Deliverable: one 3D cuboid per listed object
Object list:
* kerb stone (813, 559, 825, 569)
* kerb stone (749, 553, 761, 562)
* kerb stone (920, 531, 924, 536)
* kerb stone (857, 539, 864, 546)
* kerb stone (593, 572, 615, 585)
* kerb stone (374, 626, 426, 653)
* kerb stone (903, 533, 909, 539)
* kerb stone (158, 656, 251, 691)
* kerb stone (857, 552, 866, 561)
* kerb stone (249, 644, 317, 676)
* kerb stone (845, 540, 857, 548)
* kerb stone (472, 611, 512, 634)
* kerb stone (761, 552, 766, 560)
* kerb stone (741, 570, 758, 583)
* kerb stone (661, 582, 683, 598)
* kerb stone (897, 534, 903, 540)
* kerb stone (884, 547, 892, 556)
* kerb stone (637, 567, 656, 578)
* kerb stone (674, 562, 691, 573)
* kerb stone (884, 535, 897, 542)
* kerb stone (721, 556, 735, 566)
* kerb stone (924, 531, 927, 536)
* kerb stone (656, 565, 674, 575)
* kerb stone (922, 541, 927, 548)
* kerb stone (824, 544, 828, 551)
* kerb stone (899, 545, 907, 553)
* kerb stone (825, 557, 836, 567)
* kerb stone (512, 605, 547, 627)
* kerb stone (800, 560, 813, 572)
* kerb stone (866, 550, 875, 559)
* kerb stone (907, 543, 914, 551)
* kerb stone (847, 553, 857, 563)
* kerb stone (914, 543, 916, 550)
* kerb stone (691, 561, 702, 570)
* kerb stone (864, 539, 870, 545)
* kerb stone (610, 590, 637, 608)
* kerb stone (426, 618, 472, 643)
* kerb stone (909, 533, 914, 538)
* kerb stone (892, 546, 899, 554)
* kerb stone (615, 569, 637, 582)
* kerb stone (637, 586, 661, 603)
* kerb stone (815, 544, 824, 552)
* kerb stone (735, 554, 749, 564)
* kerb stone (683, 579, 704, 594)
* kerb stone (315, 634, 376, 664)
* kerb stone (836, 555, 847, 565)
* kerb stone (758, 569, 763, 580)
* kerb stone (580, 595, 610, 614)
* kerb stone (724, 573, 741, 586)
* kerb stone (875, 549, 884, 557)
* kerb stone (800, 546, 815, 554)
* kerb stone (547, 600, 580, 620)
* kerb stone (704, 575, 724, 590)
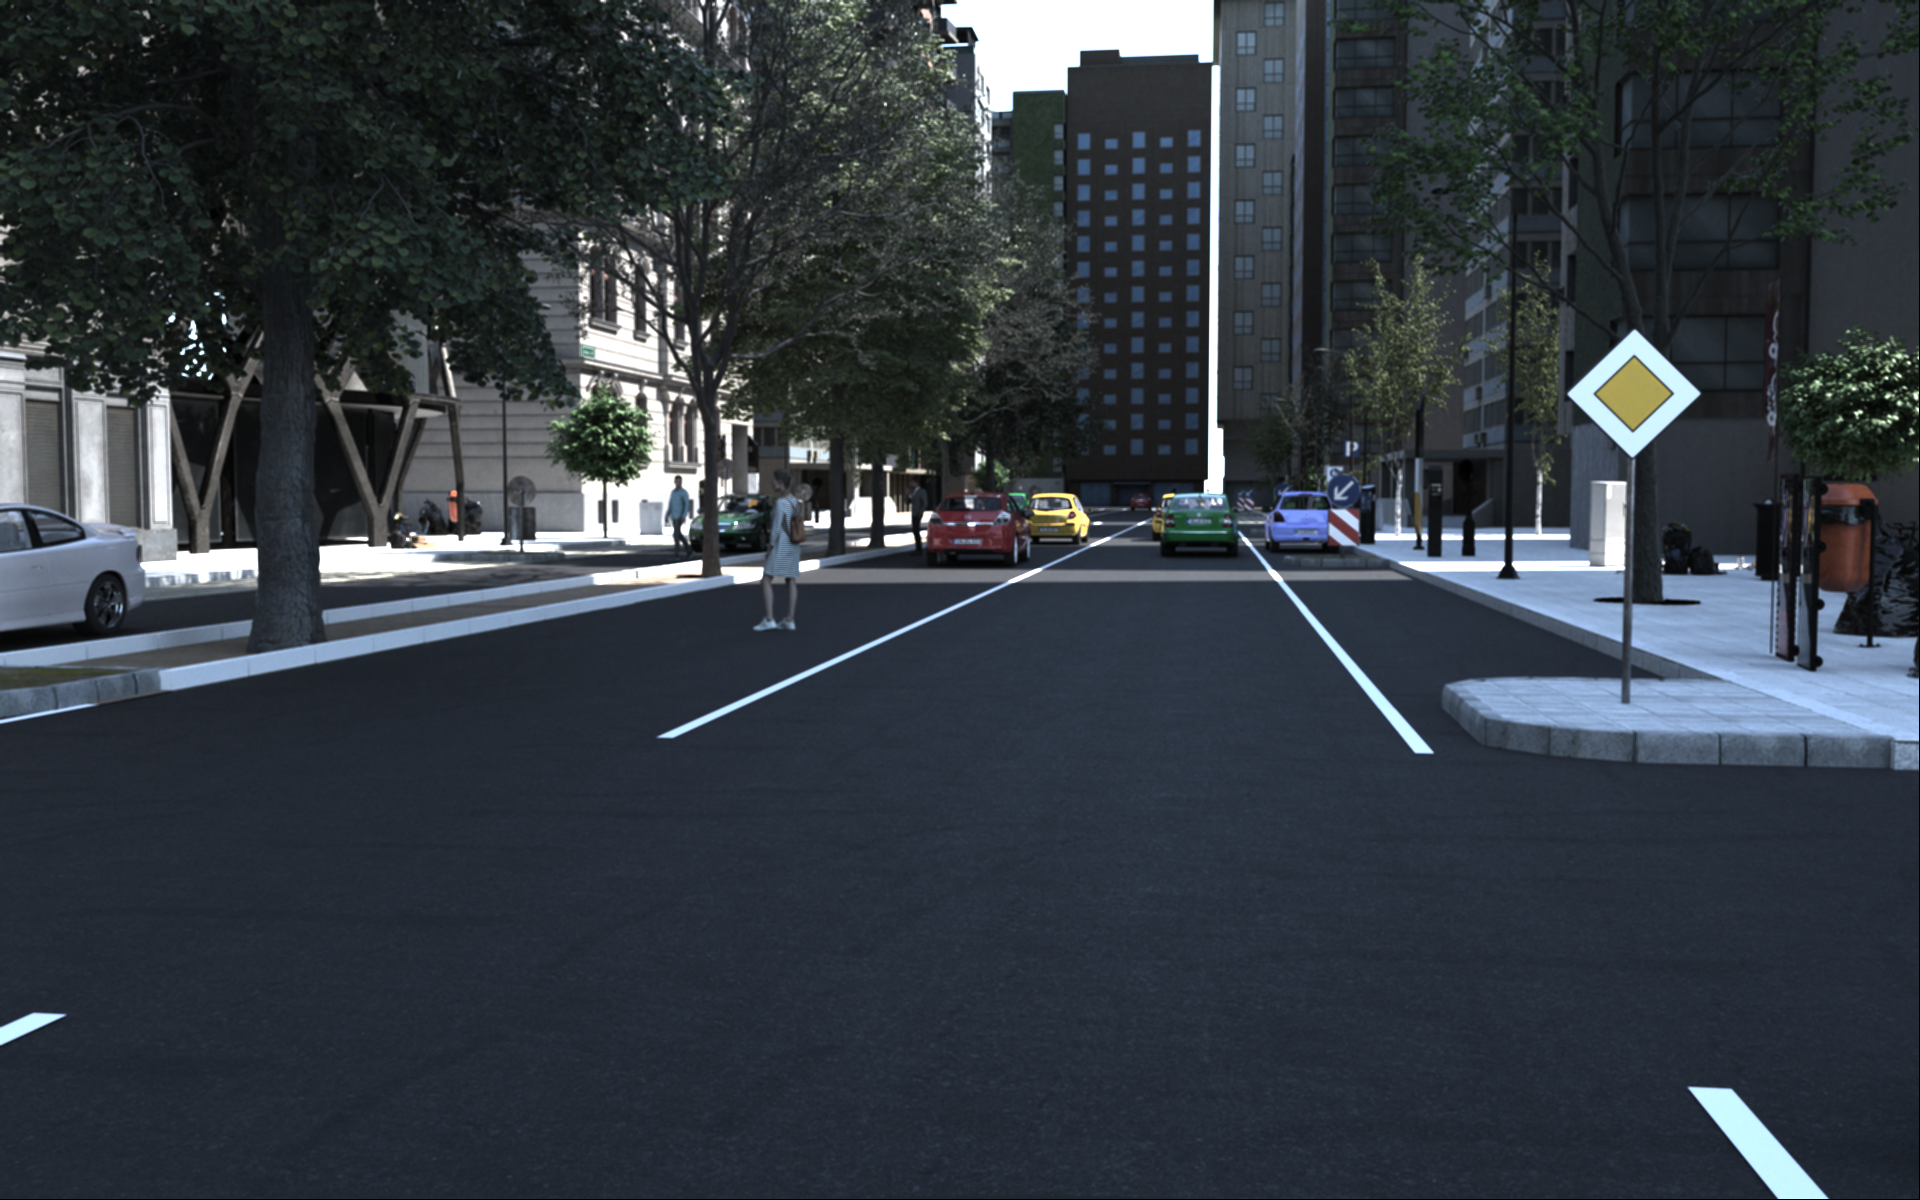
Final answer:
[{"bbox_3d":[-2.810,-0.682,33.345,0.120,0.150,1.000,0,4,8],"label":"kerb stone"},{"bbox_3d":[-4.456,-0.887,36.705,0.120,0.150,1.000,0,4,8],"label":"kerb stone"},{"bbox_3d":[-1.422,-2.186,58.015,0.120,0.150,1.000,0,4,8],"label":"kerb stone"},{"bbox_3d":[-2.867,-1.570,47.863,0.120,0.150,1.000,0,4,8],"label":"kerb stone"},{"bbox_3d":[-5.756,-0.329,27.574,0.120,0.150,1.000,0,4,8],"label":"kerb stone"},{"bbox_3d":[-5.270,0.372,16.107,0.120,0.150,1.000,0,4,8],"label":"kerb stone"},{"bbox_3d":[-1.854,-2.003,54.974,0.120,0.150,1.000,0,4,8],"label":"kerb stone"},{"bbox_3d":[-5.702,0.559,13.069,0.120,0.150,1.000,0,4,8],"label":"kerb stone"},{"bbox_3d":[-2.230,-0.930,37.398,0.120,0.150,1.000,0,4,8],"label":"kerb stone"},{"bbox_3d":[-5.558,0.498,14.083,0.120,0.150,1.000,0,4,8],"label":"kerb stone"},{"bbox_3d":[-3.011,-1.508,46.849,0.120,0.150,1.000,0,4,8],"label":"kerb stone"},{"bbox_3d":[-4.974,0.248,18.135,0.120,0.150,1.000,0,4,8],"label":"kerb stone"},{"bbox_3d":[-4.309,-0.949,37.717,0.120,0.150,1.000,0,4,8],"label":"kerb stone"},{"bbox_3d":[-3.534,-0.367,28.278,0.120,0.150,1.000,0,4,8],"label":"kerb stone"},{"bbox_3d":[-4.111,-0.124,24.217,0.120,0.150,1.000,0,4,8],"label":"kerb stone"},{"bbox_3d":[-1.990,-1.943,53.959,0.120,0.150,1.000,0,4,8],"label":"kerb stone"},{"bbox_3d":[-1.790,-1.113,40.445,0.120,0.150,1.000,0,4,8],"label":"kerb stone"},{"bbox_3d":[-5.465,-0.453,29.609,0.120,0.150,1.000,0,4,8],"label":"kerb stone"},{"bbox_3d":[-5.175,-0.572,31.643,0.120,0.150,1.000,0,4,8],"label":"kerb stone"},{"bbox_3d":[-2.150,-1.881,52.949,0.120,0.150,1.000,0,4,8],"label":"kerb stone"},{"bbox_3d":[-4.743,-0.759,34.680,0.120,0.150,1.000,0,4,8],"label":"kerb stone"},{"bbox_3d":[-1.269,-2.253,59.025,0.120,0.150,1.000,0,4,8],"label":"kerb stone"},{"bbox_3d":[-5.316,-0.514,30.630,0.120,0.150,1.000,0,4,8],"label":"kerb stone"},{"bbox_3d":[-1.085,-1.426,45.508,0.120,0.150,1.000,0,4,8],"label":"kerb stone"},{"bbox_3d":[-3.446,-1.322,43.807,0.120,0.150,1.000,0,4,8],"label":"kerb stone"},{"bbox_3d":[-1.516,-1.240,42.471,0.120,0.150,1.000,0,4,8],"label":"kerb stone"},{"bbox_3d":[-2.672,-0.741,34.359,0.120,0.150,1.000,0,4,8],"label":"kerb stone"},{"bbox_3d":[-4.836,0.189,19.148,0.120,0.150,1.000,0,4,8],"label":"kerb stone"},{"bbox_3d":[-2.957,-0.620,32.331,0.120,0.150,1.000,0,4,8],"label":"kerb stone"},{"bbox_3d":[-2.087,-0.992,38.414,0.120,0.150,1.000,0,4,8],"label":"kerb stone"},{"bbox_3d":[-1.368,-1.302,43.483,0.120,0.150,1.000,0,4,8],"label":"kerb stone"},{"bbox_3d":[-2.383,-0.868,36.387,0.120,0.150,1.000,0,4,8],"label":"kerb stone"},{"bbox_3d":[-1.226,-1.364,44.495,0.120,0.150,1.000,0,4,8],"label":"kerb stone"},{"bbox_3d":[-5.033,-0.636,32.655,0.120,0.150,1.000,0,4,8],"label":"kerb stone"},{"bbox_3d":[-2.723,-1.629,48.875,0.120,0.150,1.000,0,4,8],"label":"kerb stone"},{"bbox_3d":[-4.399,0.000,22.192,0.120,0.150,1.000,0,4,8],"label":"kerb stone"},{"bbox_3d":[-5.121,0.310,17.123,0.120,0.150,1.000,0,4,8],"label":"kerb stone"},{"bbox_3d":[-1.705,-2.063,55.986,0.120,0.150,1.000,0,4,8],"label":"kerb stone"},{"bbox_3d":[-1.657,-1.175,41.459,0.120,0.150,1.000,0,4,8],"label":"kerb stone"},{"bbox_3d":[-5.602,-0.391,28.591,0.120,0.150,1.000,0,4,8],"label":"kerb stone"},{"bbox_3d":[-4.261,-0.062,23.205,0.120,0.150,1.000,0,4,8],"label":"kerb stone"},{"bbox_3d":[-3.589,-1.258,42.795,0.120,0.150,1.000,0,4,8],"label":"kerb stone"},{"bbox_3d":[-4.594,-0.825,35.692,0.120,0.150,1.000,0,4,8],"label":"kerb stone"},{"bbox_3d":[-3.972,-0.186,25.240,0.120,0.150,1.000,0,4,8],"label":"kerb stone"},{"bbox_3d":[-5.409,0.434,15.094,0.120,0.150,1.000,0,4,8],"label":"kerb stone"},{"bbox_3d":[-2.525,-0.806,35.372,0.120,0.150,1.000,0,4,8],"label":"kerb stone"},{"bbox_3d":[-3.388,-0.434,29.290,0.120,0.150,1.000,0,4,8],"label":"kerb stone"},{"bbox_3d":[-4.546,0.062,21.179,0.120,0.150,1.000,0,4,8],"label":"kerb stone"},{"bbox_3d":[-3.678,-0.310,27.266,0.120,0.150,1.000,0,4,8],"label":"kerb stone"},{"bbox_3d":[-1.945,-1.052,39.428,0.120,0.150,1.000,0,4,8],"label":"kerb stone"},{"bbox_3d":[-3.732,-1.195,41.777,0.120,0.150,1.000,0,4,8],"label":"kerb stone"},{"bbox_3d":[-4.686,0.124,20.162,0.120,0.150,1.000,0,4,8],"label":"kerb stone"},{"bbox_3d":[-3.818,-0.248,26.253,0.120,0.150,1.000,0,4,8],"label":"kerb stone"}]
